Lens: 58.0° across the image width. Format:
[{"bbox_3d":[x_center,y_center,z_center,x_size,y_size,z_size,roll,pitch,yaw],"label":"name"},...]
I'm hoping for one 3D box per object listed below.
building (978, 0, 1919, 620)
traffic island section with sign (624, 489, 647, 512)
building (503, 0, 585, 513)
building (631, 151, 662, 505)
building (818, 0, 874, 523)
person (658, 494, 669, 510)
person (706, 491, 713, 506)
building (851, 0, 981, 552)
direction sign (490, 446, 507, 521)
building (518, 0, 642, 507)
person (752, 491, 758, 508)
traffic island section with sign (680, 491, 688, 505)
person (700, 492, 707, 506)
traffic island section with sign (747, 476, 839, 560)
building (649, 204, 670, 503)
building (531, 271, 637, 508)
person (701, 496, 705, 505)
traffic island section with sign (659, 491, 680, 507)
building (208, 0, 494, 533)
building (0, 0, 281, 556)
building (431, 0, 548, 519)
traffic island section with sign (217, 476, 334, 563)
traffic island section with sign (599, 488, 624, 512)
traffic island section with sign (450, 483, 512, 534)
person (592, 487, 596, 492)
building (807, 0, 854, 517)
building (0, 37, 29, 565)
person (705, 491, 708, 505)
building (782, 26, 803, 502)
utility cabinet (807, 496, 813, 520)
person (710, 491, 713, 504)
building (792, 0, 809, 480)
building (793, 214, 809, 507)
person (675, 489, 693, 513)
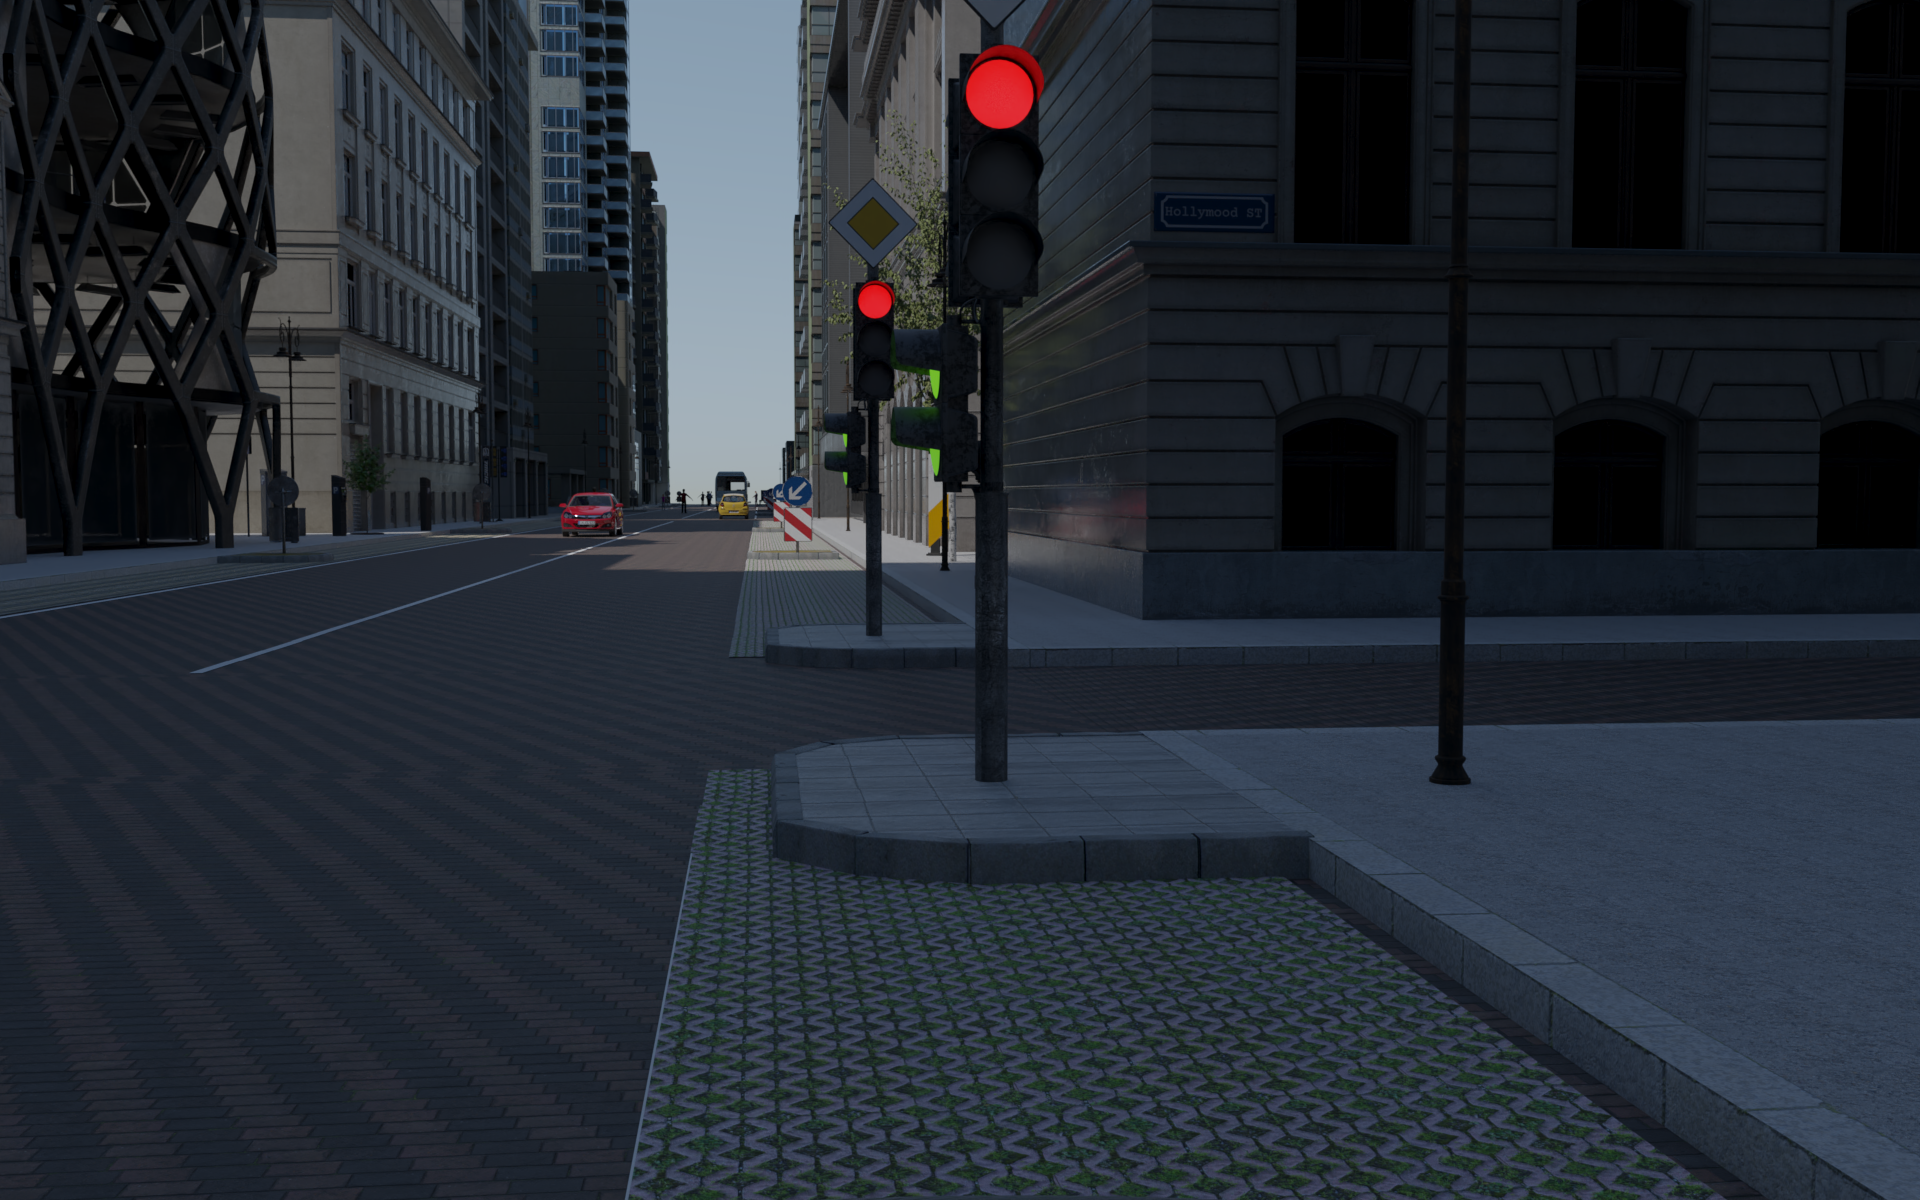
[{"bbox_3d":[18.082,-12.528,23.922,34.723,24.649,14.460,0,4,-7],"label":"building"},{"bbox_3d":[-26.461,-8.072,140.611,1.989,1.847,2.006,0,4,-7],"label":"traffic island section with sign"},{"bbox_3d":[-43.083,-26.191,120.102,32.217,40.220,23.993,0,4,-7],"label":"building"},{"bbox_3d":[-48.887,-34.282,215.134,22.147,44.769,28.867,0,4,-7],"label":"building"},{"bbox_3d":[1.400,-15.743,76.470,14.314,24.678,30.058,0,4,-7],"label":"building"},{"bbox_3d":[-26.382,-8.705,154.058,0.991,1.433,0.599,-1,4,-15],"label":"person"},{"bbox_3d":[-30.282,-12.274,209.169,0.705,1.826,1.348,2,4,30],"label":"person"},{"bbox_3d":[4.169,-12.715,49.688,13.314,21.916,24.055,0,4,-7],"label":"building"},{"bbox_3d":[-21.743,-5.484,81.667,0.876,3.537,0.379,-3,5,-44],"label":"direction sign"},{"bbox_3d":[-45.234,-53.291,183.971,22.319,86.520,31.000,0,4,-7],"label":"building"},{"bbox_3d":[-21.493,-10.566,181.705,0.568,1.767,0.683,0,4,1],"label":"person"},{"bbox_3d":[-35.842,-13.018,221.464,1.989,1.847,2.006,0,4,-7],"label":"traffic island section with sign"},{"bbox_3d":[-30.167,-11.852,202.998,1.217,1.735,0.721,0,4,0],"label":"person"},{"bbox_3d":[-3.725,-1.822,38.422,1.989,1.847,2.006,0,4,-7],"label":"traffic island section with sign"},{"bbox_3d":[-47.404,-33.863,237.252,14.154,41.232,14.086,0,4,-7],"label":"building"},{"bbox_3d":[-42.744,-18.516,147.769,27.650,21.520,28.899,0,4,-7],"label":"building"},{"bbox_3d":[-32.232,-12.553,216.978,0.421,1.427,0.697,2,4,25],"label":"person"},{"bbox_3d":[-32.676,-11.339,194.012,1.989,1.847,2.006,0,4,-7],"label":"traffic island section with sign"},{"bbox_3d":[-29.046,-14.441,69.398,16.112,22.955,30.059,0,4,-7],"label":"building"},{"bbox_3d":[-25.440,-10.590,40.604,16.820,18.784,16.811,0,4,-7],"label":"building"},{"bbox_3d":[-34.611,-40.310,97.323,20.563,71.187,20.611,0,4,-7],"label":"building"},{"bbox_3d":[-14.409,-1.714,36.656,1.989,1.847,2.006,0,4,-7],"label":"traffic island section with sign"},{"bbox_3d":[-23.365,-6.435,113.834,1.989,1.847,2.006,0,4,-7],"label":"traffic island section with sign"},{"bbox_3d":[-17.517,-3.352,63.439,1.989,1.847,2.006,0,4,-7],"label":"traffic island section with sign"},{"bbox_3d":[-19.649,-5.171,93.122,0.705,1.814,1.350,2,4,32],"label":"person"},{"bbox_3d":[-1.943,-25.575,101.743,14.154,41.232,14.086,0,4,-7],"label":"building"},{"bbox_3d":[-21.030,-9.636,22.172,10.561,19.102,19.286,0,4,-7],"label":"building"},{"bbox_3d":[-31.853,-12.835,218.495,0.705,1.807,1.348,-2,4,-26],"label":"person"},{"bbox_3d":[-12.822,-56.304,233.234,22.319,86.520,31.000,0,4,-7],"label":"building"},{"bbox_3d":[-7.391,-4.550,85.546,0.306,1.237,1.020,0,4,-6],"label":"utility cabinet"},{"bbox_3d":[-35.341,-14.576,246.685,0.599,1.838,0.709,0,4,-2],"label":"person"},{"bbox_3d":[-2.755,-32.545,151.713,23.786,49.044,30.456,0,4,-7],"label":"building"},{"bbox_3d":[-10.395,-25.059,181.414,14.160,30.474,14.107,0,4,-7],"label":"building"},{"bbox_3d":[-20.573,-7.380,129.096,1.348,1.831,0.705,0,4,3],"label":"person"}]
